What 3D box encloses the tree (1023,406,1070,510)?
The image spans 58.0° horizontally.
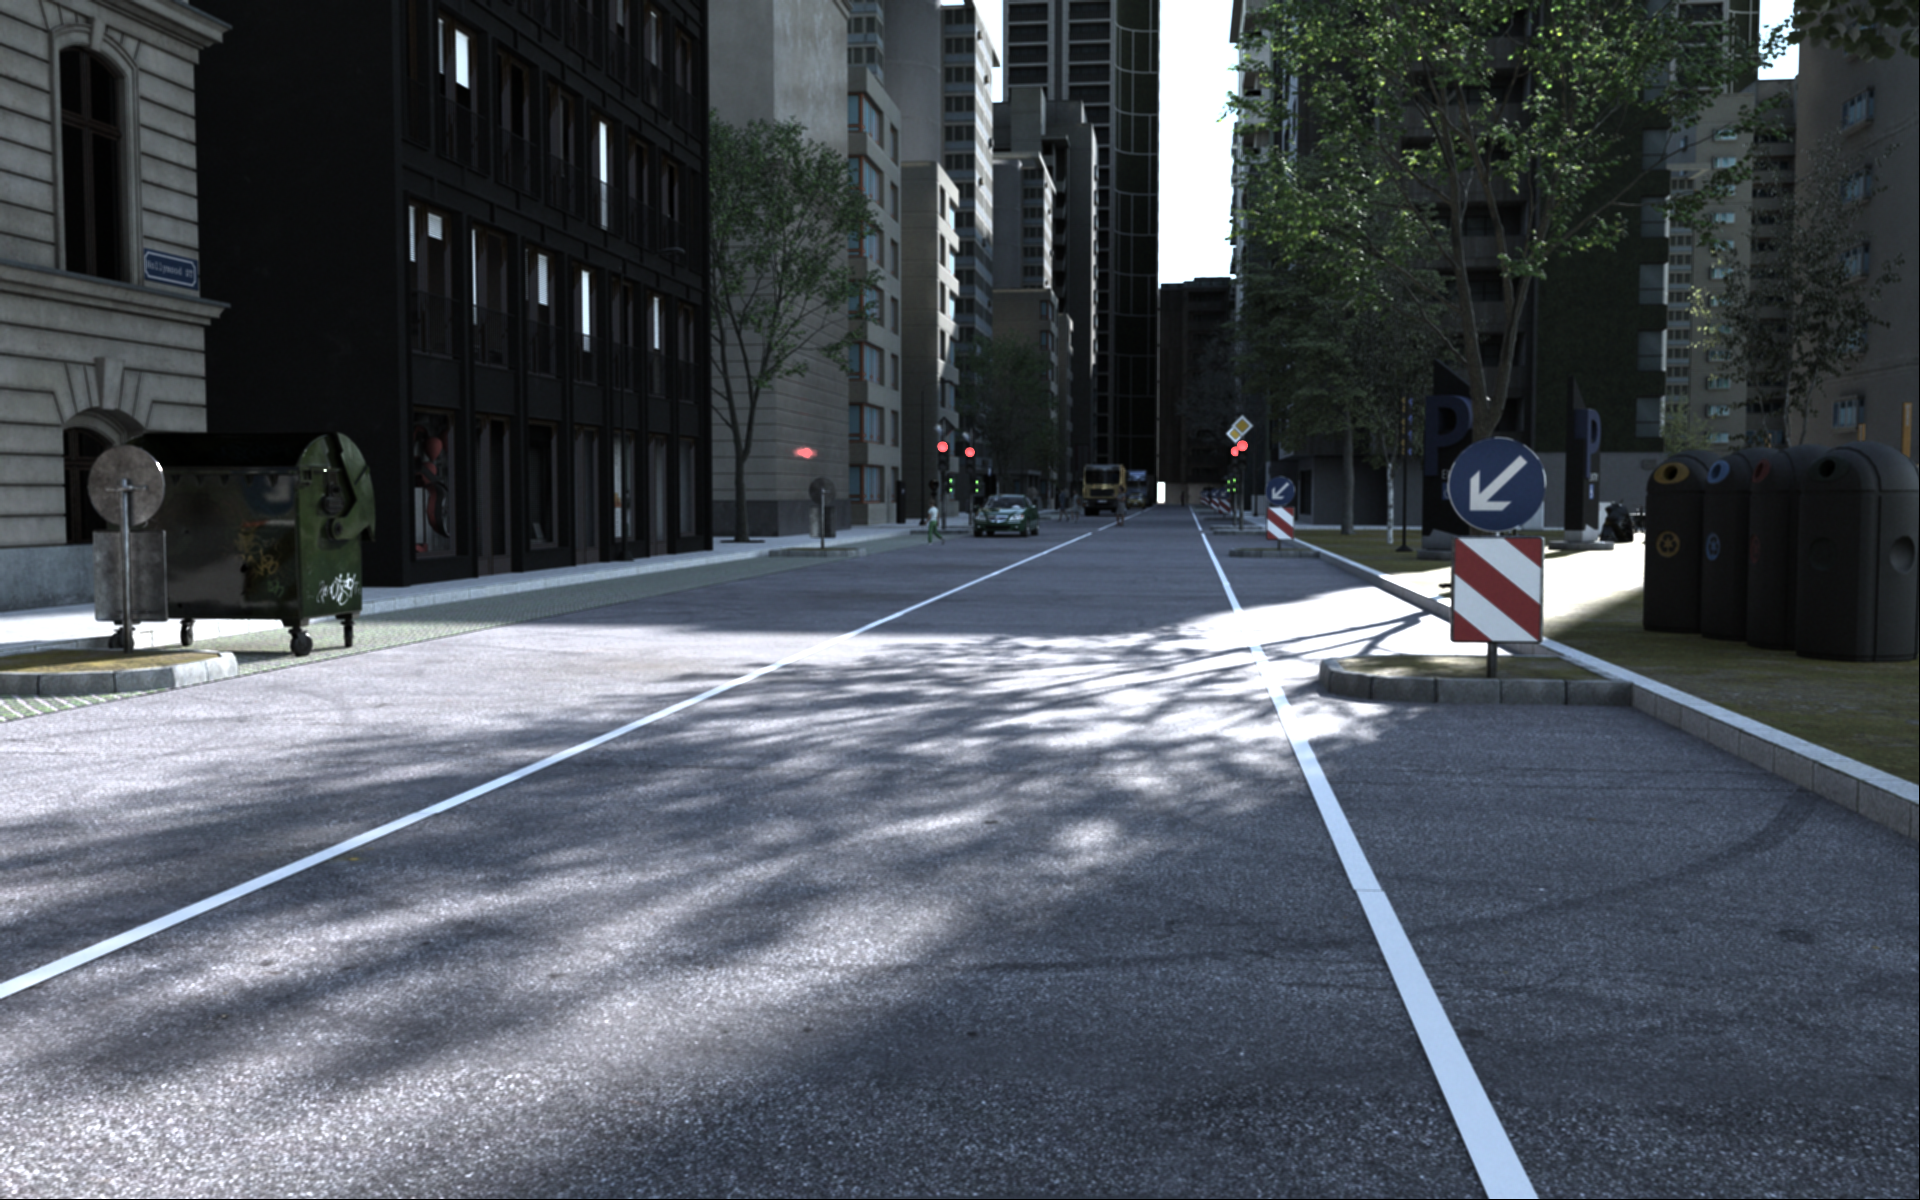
[{"bbox_3d":[7.177,-11.739,142.287,4.737,8.622,4.395,0,3,0],"label":"tree"}]

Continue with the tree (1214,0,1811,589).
[{"bbox_3d":[7.246,-5.976,23.462,9.928,11.665,9.643,0,3,0],"label":"tree"}]

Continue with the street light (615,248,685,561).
[{"bbox_3d":[-5.883,-3.692,32.900,1.470,5.913,1.316,0,4,7],"label":"street light"}]

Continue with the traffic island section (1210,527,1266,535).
[{"bbox_3d":[9.997,-2.394,61.428,2.009,0.180,2.903,0,4,7],"label":"traffic island section"}]

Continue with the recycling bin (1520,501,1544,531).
[{"bbox_3d":[20.006,-2.936,60.558,0.722,1.027,0.722,1,4,14],"label":"recycling bin"}]

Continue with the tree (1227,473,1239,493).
[{"bbox_3d":[22.991,-9.297,146.609,1.663,3.219,1.824,0,3,0],"label":"tree"}]

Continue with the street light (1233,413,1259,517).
[{"bbox_3d":[16.349,-7.717,98.710,1.470,5.913,1.316,0,4,7],"label":"street light"}]

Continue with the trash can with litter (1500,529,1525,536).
[{"bbox_3d":[15.770,-2.438,50.922,2.233,1.210,1.678,-2,4,-29],"label":"trash can with litter"}]

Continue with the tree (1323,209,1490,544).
[{"bbox_3d":[11.092,-5.733,44.093,4.360,8.622,3.978,0,3,0],"label":"tree"}]

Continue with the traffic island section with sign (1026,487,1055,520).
[{"bbox_3d":[4.033,-5.346,96.034,1.989,1.847,2.006,0,4,7],"label":"traffic island section with sign"}]

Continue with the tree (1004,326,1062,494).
[{"bbox_3d":[2.634,-11.187,108.664,9.928,11.665,9.643,0,3,0],"label":"tree"}]

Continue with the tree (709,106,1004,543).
[{"bbox_3d":[-5.740,-7.340,45.762,9.928,11.665,9.643,0,3,0],"label":"tree"}]

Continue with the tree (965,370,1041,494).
[{"bbox_3d":[2.466,-9.289,102.236,4.360,8.622,3.978,0,3,0],"label":"tree"}]

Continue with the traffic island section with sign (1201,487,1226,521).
[{"bbox_3d":[14.268,-5.237,94.247,1.989,1.847,2.006,0,4,7],"label":"traffic island section with sign"}]

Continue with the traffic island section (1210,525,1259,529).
[{"bbox_3d":[11.023,-2.879,69.348,2.009,0.180,2.903,0,4,7],"label":"traffic island section"}]

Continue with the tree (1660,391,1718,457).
[{"bbox_3d":[51.129,-10.544,122.757,4.737,8.622,4.395,0,3,0],"label":"tree"}]

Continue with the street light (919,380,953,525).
[{"bbox_3d":[-0.989,-6.001,70.658,1.470,5.913,1.316,0,4,7],"label":"street light"}]

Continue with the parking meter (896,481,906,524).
[{"bbox_3d":[-2.565,-4.257,75.319,0.255,1.863,0.399,2,4,35],"label":"parking meter"}]

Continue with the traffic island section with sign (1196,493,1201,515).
[{"bbox_3d":[17.735,-6.882,121.148,1.989,1.847,2.006,0,4,7],"label":"traffic island section with sign"}]

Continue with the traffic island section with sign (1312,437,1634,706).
[{"bbox_3d":[3.707,-0.254,12.777,1.989,1.847,2.006,0,4,7],"label":"traffic island section with sign"}]

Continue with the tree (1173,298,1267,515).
[{"bbox_3d":[18.057,-11.910,105.091,12.009,13.543,11.850,0,3,0],"label":"tree"}]

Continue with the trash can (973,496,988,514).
[{"bbox_3d":[1.195,-5.865,107.542,0.748,1.137,0.748,0,3,0],"label":"trash can"}]

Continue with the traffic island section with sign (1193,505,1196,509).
[{"bbox_3d":[24.096,-9.886,170.262,1.989,1.847,2.006,0,4,7],"label":"traffic island section with sign"}]

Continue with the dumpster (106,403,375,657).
[{"bbox_3d":[-6.528,-0.656,15.672,1.985,2.255,1.502,0,4,8],"label":"dumpster"}]

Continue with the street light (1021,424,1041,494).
[{"bbox_3d":[4.626,-8.676,114.401,1.470,5.913,1.316,0,4,7],"label":"street light"}]

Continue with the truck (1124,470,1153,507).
[{"bbox_3d":[20.507,-12.749,198.211,2.967,4.110,18.799,1,4,9],"label":"truck"}]

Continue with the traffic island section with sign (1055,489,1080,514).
[{"bbox_3d":[7.494,-6.981,122.767,1.989,1.847,2.006,0,4,7],"label":"traffic island section with sign"}]

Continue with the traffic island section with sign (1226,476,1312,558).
[{"bbox_3d":[7.215,-1.910,39.860,1.989,1.847,2.006,0,4,7],"label":"traffic island section with sign"}]

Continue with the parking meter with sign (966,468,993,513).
[{"bbox_3d":[1.253,-7.267,115.083,1.738,3.016,0.543,-1,4,-21],"label":"parking meter with sign"}]

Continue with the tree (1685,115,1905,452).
[{"bbox_3d":[16.696,-5.156,34.671,4.360,8.622,3.978,0,3,0],"label":"tree"}]

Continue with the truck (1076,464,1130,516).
[{"bbox_3d":[9.663,-7.300,115.281,3.469,3.379,9.791,0,4,7],"label":"truck"}]

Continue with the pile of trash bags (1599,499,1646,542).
[{"bbox_3d":[18.792,-2.229,46.189,3.447,1.369,1.912,3,5,39],"label":"pile of trash bags"}]

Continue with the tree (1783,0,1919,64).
[{"bbox_3d":[5.123,-5.310,4.950,7.486,12.596,7.792,0,3,0],"label":"tree"}]

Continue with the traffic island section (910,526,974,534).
[{"bbox_3d":[-0.605,-2.478,62.801,2.009,0.180,2.903,0,4,7],"label":"traffic island section"}]

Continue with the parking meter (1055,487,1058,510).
[{"bbox_3d":[7.763,-8.167,139.243,0.255,1.863,0.399,0,4,1],"label":"parking meter"}]

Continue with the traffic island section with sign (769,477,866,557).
[{"bbox_3d":[-3.224,-1.919,40.002,1.989,1.847,2.006,0,4,7],"label":"traffic island section with sign"}]

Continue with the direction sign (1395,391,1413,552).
[{"bbox_3d":[9.927,-2.851,38.609,0.379,3.537,0.876,2,4,31],"label":"direction sign"}]

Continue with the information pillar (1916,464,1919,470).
[{"bbox_3d":[23.393,-2.330,42.585,0.304,2.012,0.304,3,4,36],"label":"information pillar"}]

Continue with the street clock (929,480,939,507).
[{"bbox_3d":[-1.314,-5.058,87.276,0.471,2.002,0.358,-1,4,-23],"label":"street clock"}]

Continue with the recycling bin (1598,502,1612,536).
[{"bbox_3d":[19.756,-2.527,53.871,0.722,1.027,0.722,-2,4,-24],"label":"recycling bin"}]

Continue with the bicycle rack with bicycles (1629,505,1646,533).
[{"bbox_3d":[23.099,-2.671,57.061,2.925,0.926,2.852,-2,4,-35],"label":"bicycle rack with bicycles"}]
